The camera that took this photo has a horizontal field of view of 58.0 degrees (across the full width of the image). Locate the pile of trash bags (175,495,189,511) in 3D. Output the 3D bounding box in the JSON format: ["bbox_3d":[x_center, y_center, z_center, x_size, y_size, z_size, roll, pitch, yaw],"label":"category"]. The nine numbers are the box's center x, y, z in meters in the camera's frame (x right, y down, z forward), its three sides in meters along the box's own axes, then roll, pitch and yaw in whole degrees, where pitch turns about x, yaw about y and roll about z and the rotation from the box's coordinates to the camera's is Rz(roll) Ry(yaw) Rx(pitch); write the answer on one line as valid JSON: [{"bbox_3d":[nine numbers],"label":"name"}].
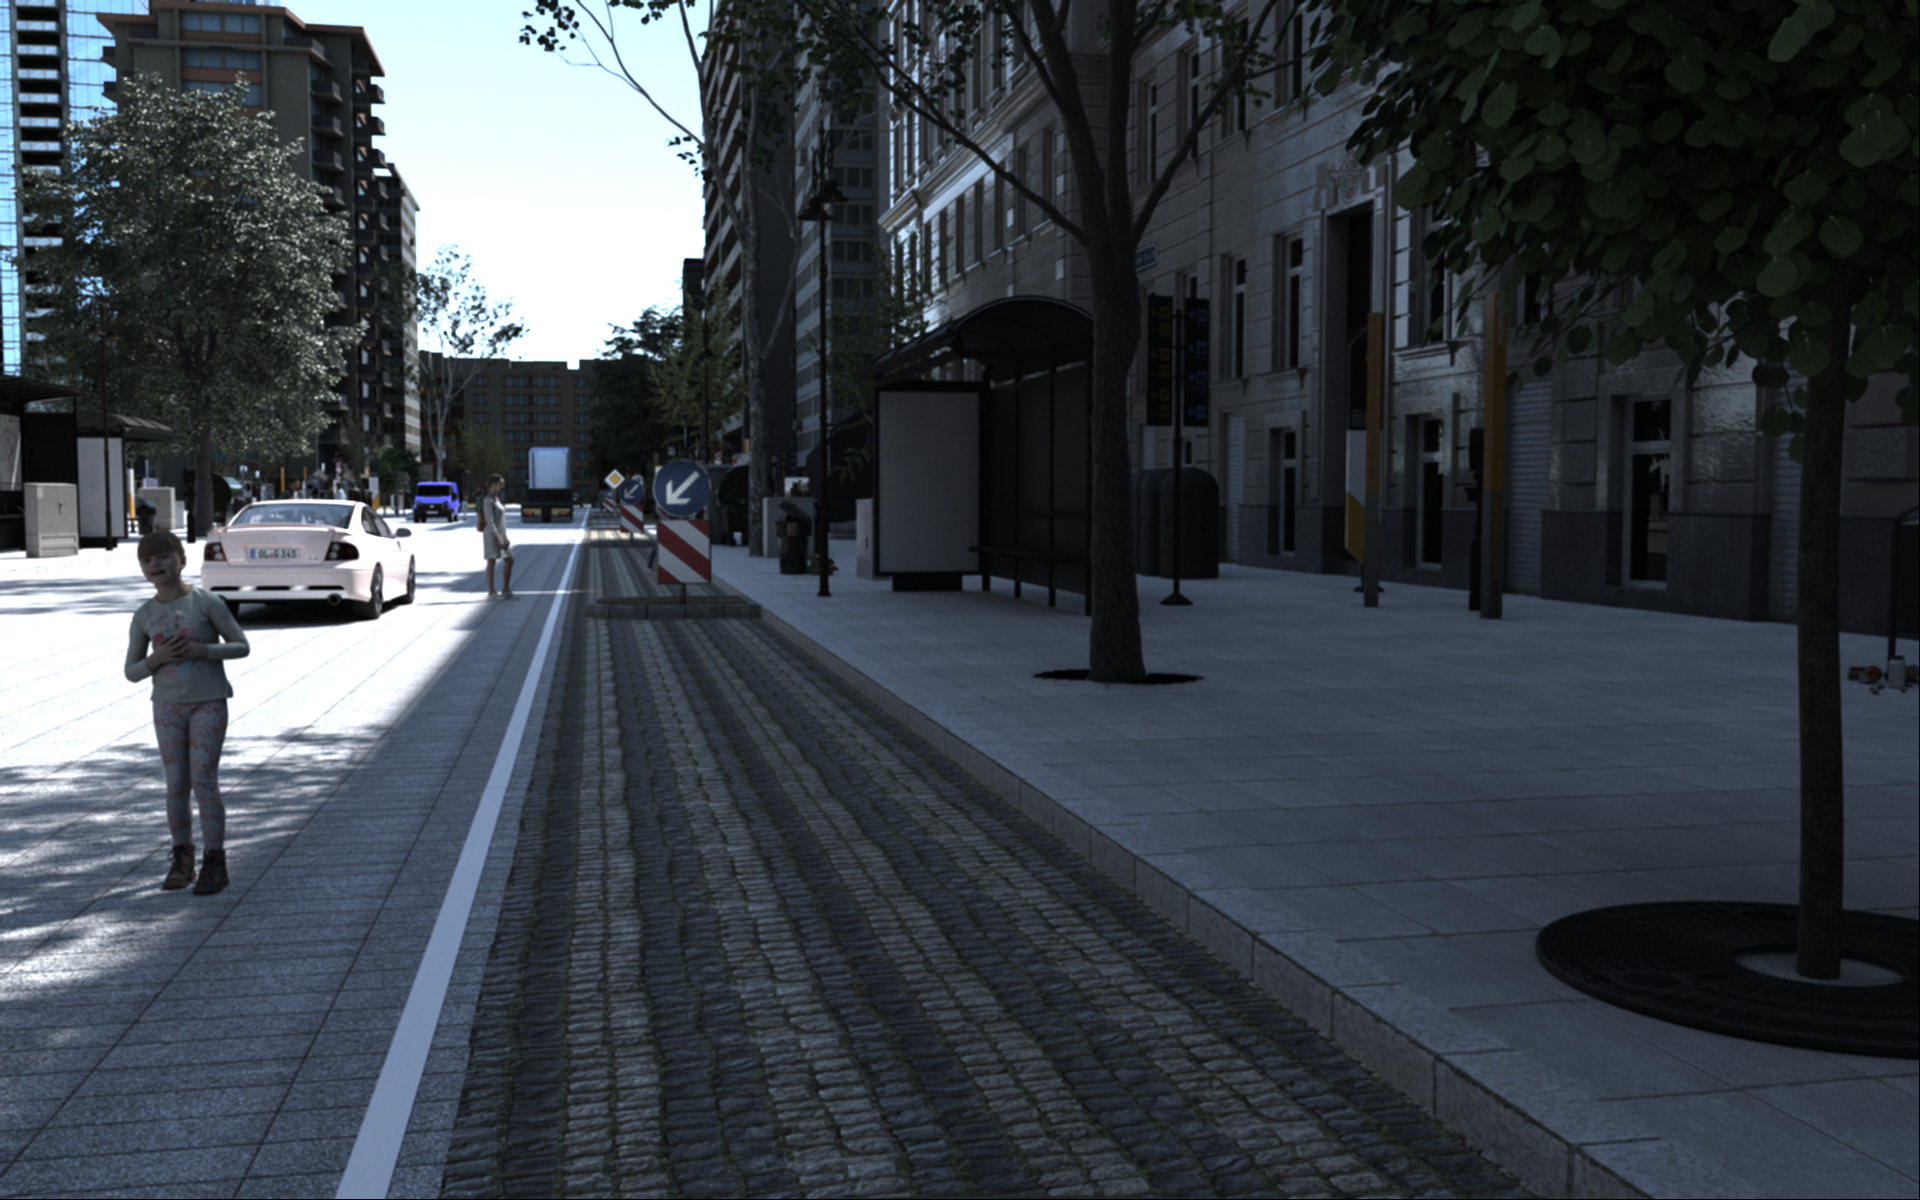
[{"bbox_3d":[-60.508,-7.693,135.531,1.912,1.369,3.447,2,4,23],"label":"pile of trash bags"}]

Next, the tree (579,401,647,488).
[{"bbox_3d":[-38.240,-17.048,195.739,9.611,12.733,9.660,0,3,0],"label":"tree"}]

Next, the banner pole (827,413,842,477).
[{"bbox_3d":[-3.879,-3.886,53.560,0.863,3.779,0.401,3,4,36],"label":"banner pole"}]

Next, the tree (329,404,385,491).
[{"bbox_3d":[-49.300,-11.711,141.833,4.360,8.622,3.978,0,3,0],"label":"tree"}]

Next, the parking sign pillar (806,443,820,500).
[{"bbox_3d":[-6.952,-5.891,84.782,1.447,3.967,1.447,3,5,42],"label":"parking sign pillar"}]

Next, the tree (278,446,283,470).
[{"bbox_3d":[-39.600,-8.799,94.231,4.360,8.622,3.978,0,3,0],"label":"tree"}]

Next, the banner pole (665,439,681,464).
[{"bbox_3d":[-12.785,-5.354,77.562,0.863,3.779,0.401,-1,4,-14],"label":"banner pole"}]

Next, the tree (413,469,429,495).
[{"bbox_3d":[-35.456,-7.220,112.645,1.663,3.219,1.824,0,3,0],"label":"tree"}]

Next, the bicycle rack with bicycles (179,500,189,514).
[{"bbox_3d":[-50.711,-5.939,110.491,2.925,0.926,2.852,2,4,28],"label":"bicycle rack with bicycles"}]

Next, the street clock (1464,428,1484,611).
[{"bbox_3d":[5.717,-0.885,19.045,0.358,2.002,0.471,1,4,21],"label":"street clock"}]

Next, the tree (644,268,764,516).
[{"bbox_3d":[-8.371,-6.515,56.888,4.737,8.622,4.395,0,3,0],"label":"tree"}]

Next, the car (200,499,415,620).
[{"bbox_3d":[-7.802,-0.529,21.008,2.083,1.381,4.827,-1,4,-10],"label":"car"}]

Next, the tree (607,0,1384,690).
[{"bbox_3d":[1.001,-5.259,11.743,9.928,11.665,9.643,0,3,0],"label":"tree"}]

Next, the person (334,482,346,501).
[{"bbox_3d":[-18.544,-2.639,51.904,0.793,1.790,0.793,3,5,43],"label":"person"}]

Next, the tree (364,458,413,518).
[{"bbox_3d":[-30.812,-6.017,92.973,1.663,3.219,1.824,0,3,0],"label":"tree"}]

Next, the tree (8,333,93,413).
[{"bbox_3d":[-53.083,-10.208,101.315,7.601,10.594,8.767,-1,4,-11],"label":"tree"}]

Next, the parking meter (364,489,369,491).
[{"bbox_3d":[-29.393,-4.742,85.943,0.372,1.533,0.369,0,3,0],"label":"parking meter"}]

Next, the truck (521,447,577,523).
[{"bbox_3d":[-22.344,-6.387,94.185,2.967,4.110,18.799,-1,4,-12],"label":"truck"}]

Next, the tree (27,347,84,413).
[{"bbox_3d":[-43.739,-8.139,83.436,4.360,8.622,3.978,0,3,0],"label":"tree"}]

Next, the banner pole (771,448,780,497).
[{"bbox_3d":[-10.027,-6.385,94.404,0.401,3.779,0.863,2,4,35],"label":"banner pole"}]

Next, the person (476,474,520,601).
[{"bbox_3d":[-6.252,-0.845,23.322,0.522,1.701,0.512,0,4,-1],"label":"person"}]

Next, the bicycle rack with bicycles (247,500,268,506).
[{"bbox_3d":[-41.128,-5.334,100.591,2.925,0.926,2.852,0,4,8],"label":"bicycle rack with bicycles"}]

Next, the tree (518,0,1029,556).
[{"bbox_3d":[-4.804,-10.880,33.779,12.611,20.169,13.585,0,3,0],"label":"tree"}]

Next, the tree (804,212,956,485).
[{"bbox_3d":[-1.917,-5.828,45.649,4.737,8.622,4.395,0,3,0],"label":"tree"}]

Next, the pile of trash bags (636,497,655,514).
[{"bbox_3d":[-19.191,-6.136,110.079,1.912,1.369,3.447,2,4,23],"label":"pile of trash bags"}]

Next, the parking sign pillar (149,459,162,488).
[{"bbox_3d":[-57.721,-8.304,124.236,1.447,3.967,1.447,0,4,-6],"label":"parking sign pillar"}]

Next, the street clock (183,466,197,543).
[{"bbox_3d":[-20.071,-2.483,45.162,0.358,2.002,0.471,-2,4,-32],"label":"street clock"}]

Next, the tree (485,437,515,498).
[{"bbox_3d":[-56.583,-15.993,211.855,4.360,8.622,3.978,0,3,0],"label":"tree"}]

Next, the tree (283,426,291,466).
[{"bbox_3d":[-56.797,-11.680,141.338,4.360,8.622,3.978,0,3,0],"label":"tree"}]

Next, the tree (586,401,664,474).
[{"bbox_3d":[-31.178,-14.132,165.466,7.601,10.594,8.767,2,4,30],"label":"tree"}]

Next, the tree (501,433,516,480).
[{"bbox_3d":[-49.940,-14.109,181.038,4.737,8.622,4.395,0,3,0],"label":"tree"}]

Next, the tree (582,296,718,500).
[{"bbox_3d":[-20.081,-12.601,112.685,9.857,13.997,8.962,0,3,0],"label":"tree"}]

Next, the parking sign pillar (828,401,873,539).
[{"bbox_3d":[-3.056,-3.733,49.502,1.447,3.967,1.447,0,4,7],"label":"parking sign pillar"}]

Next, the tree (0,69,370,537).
[{"bbox_3d":[-22.673,-8.845,51.269,9.857,13.997,8.962,0,3,0],"label":"tree"}]

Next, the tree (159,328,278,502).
[{"bbox_3d":[-32.985,-7.681,75.943,4.360,8.622,3.978,0,3,0],"label":"tree"}]

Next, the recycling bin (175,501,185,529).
[{"bbox_3d":[-28.971,-3.118,63.526,0.722,1.027,0.722,2,4,33],"label":"recycling bin"}]

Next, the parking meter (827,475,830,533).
[{"bbox_3d":[-3.792,-2.792,51.363,0.255,1.863,0.399,0,4,6],"label":"parking meter"}]

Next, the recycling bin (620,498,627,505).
[{"bbox_3d":[-28.089,-8.116,145.251,0.722,1.027,0.722,0,4,-5],"label":"recycling bin"}]

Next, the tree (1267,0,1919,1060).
[{"bbox_3d":[2.368,-1.273,4.520,4.285,4.588,4.351,0,3,0],"label":"tree"}]

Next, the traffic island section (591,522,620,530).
[{"bbox_3d":[-15.383,-3.347,76.997,2.009,0.180,2.903,-1,4,-12],"label":"traffic island section"}]

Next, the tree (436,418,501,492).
[{"bbox_3d":[-46.876,-13.009,163.058,4.737,8.622,4.395,0,3,0],"label":"tree"}]

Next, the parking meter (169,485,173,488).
[{"bbox_3d":[-52.750,-6.735,115.828,0.255,1.863,0.399,-1,4,-19],"label":"parking meter"}]

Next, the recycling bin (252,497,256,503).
[{"bbox_3d":[-53.650,-7.235,130.847,0.722,1.027,0.722,0,4,4],"label":"recycling bin"}]

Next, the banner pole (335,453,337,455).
[{"bbox_3d":[-37.750,-7.020,104.799,0.401,3.779,0.863,-1,4,-22],"label":"banner pole"}]

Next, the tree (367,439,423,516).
[{"bbox_3d":[-33.874,-7.344,103.795,4.285,4.588,4.351,0,3,0],"label":"tree"}]

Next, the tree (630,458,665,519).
[{"bbox_3d":[-16.109,-5.894,90.972,1.663,3.219,1.824,0,3,0],"label":"tree"}]

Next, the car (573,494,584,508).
[{"bbox_3d":[-41.335,-10.632,185.624,2.131,1.459,4.920,-1,4,-11],"label":"car"}]

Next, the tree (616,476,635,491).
[{"bbox_3d":[-42.066,-16.147,214.357,4.360,8.622,3.978,0,3,0],"label":"tree"}]

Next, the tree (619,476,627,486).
[{"bbox_3d":[-27.257,-9.049,142.552,1.663,3.219,1.824,0,3,0],"label":"tree"}]
